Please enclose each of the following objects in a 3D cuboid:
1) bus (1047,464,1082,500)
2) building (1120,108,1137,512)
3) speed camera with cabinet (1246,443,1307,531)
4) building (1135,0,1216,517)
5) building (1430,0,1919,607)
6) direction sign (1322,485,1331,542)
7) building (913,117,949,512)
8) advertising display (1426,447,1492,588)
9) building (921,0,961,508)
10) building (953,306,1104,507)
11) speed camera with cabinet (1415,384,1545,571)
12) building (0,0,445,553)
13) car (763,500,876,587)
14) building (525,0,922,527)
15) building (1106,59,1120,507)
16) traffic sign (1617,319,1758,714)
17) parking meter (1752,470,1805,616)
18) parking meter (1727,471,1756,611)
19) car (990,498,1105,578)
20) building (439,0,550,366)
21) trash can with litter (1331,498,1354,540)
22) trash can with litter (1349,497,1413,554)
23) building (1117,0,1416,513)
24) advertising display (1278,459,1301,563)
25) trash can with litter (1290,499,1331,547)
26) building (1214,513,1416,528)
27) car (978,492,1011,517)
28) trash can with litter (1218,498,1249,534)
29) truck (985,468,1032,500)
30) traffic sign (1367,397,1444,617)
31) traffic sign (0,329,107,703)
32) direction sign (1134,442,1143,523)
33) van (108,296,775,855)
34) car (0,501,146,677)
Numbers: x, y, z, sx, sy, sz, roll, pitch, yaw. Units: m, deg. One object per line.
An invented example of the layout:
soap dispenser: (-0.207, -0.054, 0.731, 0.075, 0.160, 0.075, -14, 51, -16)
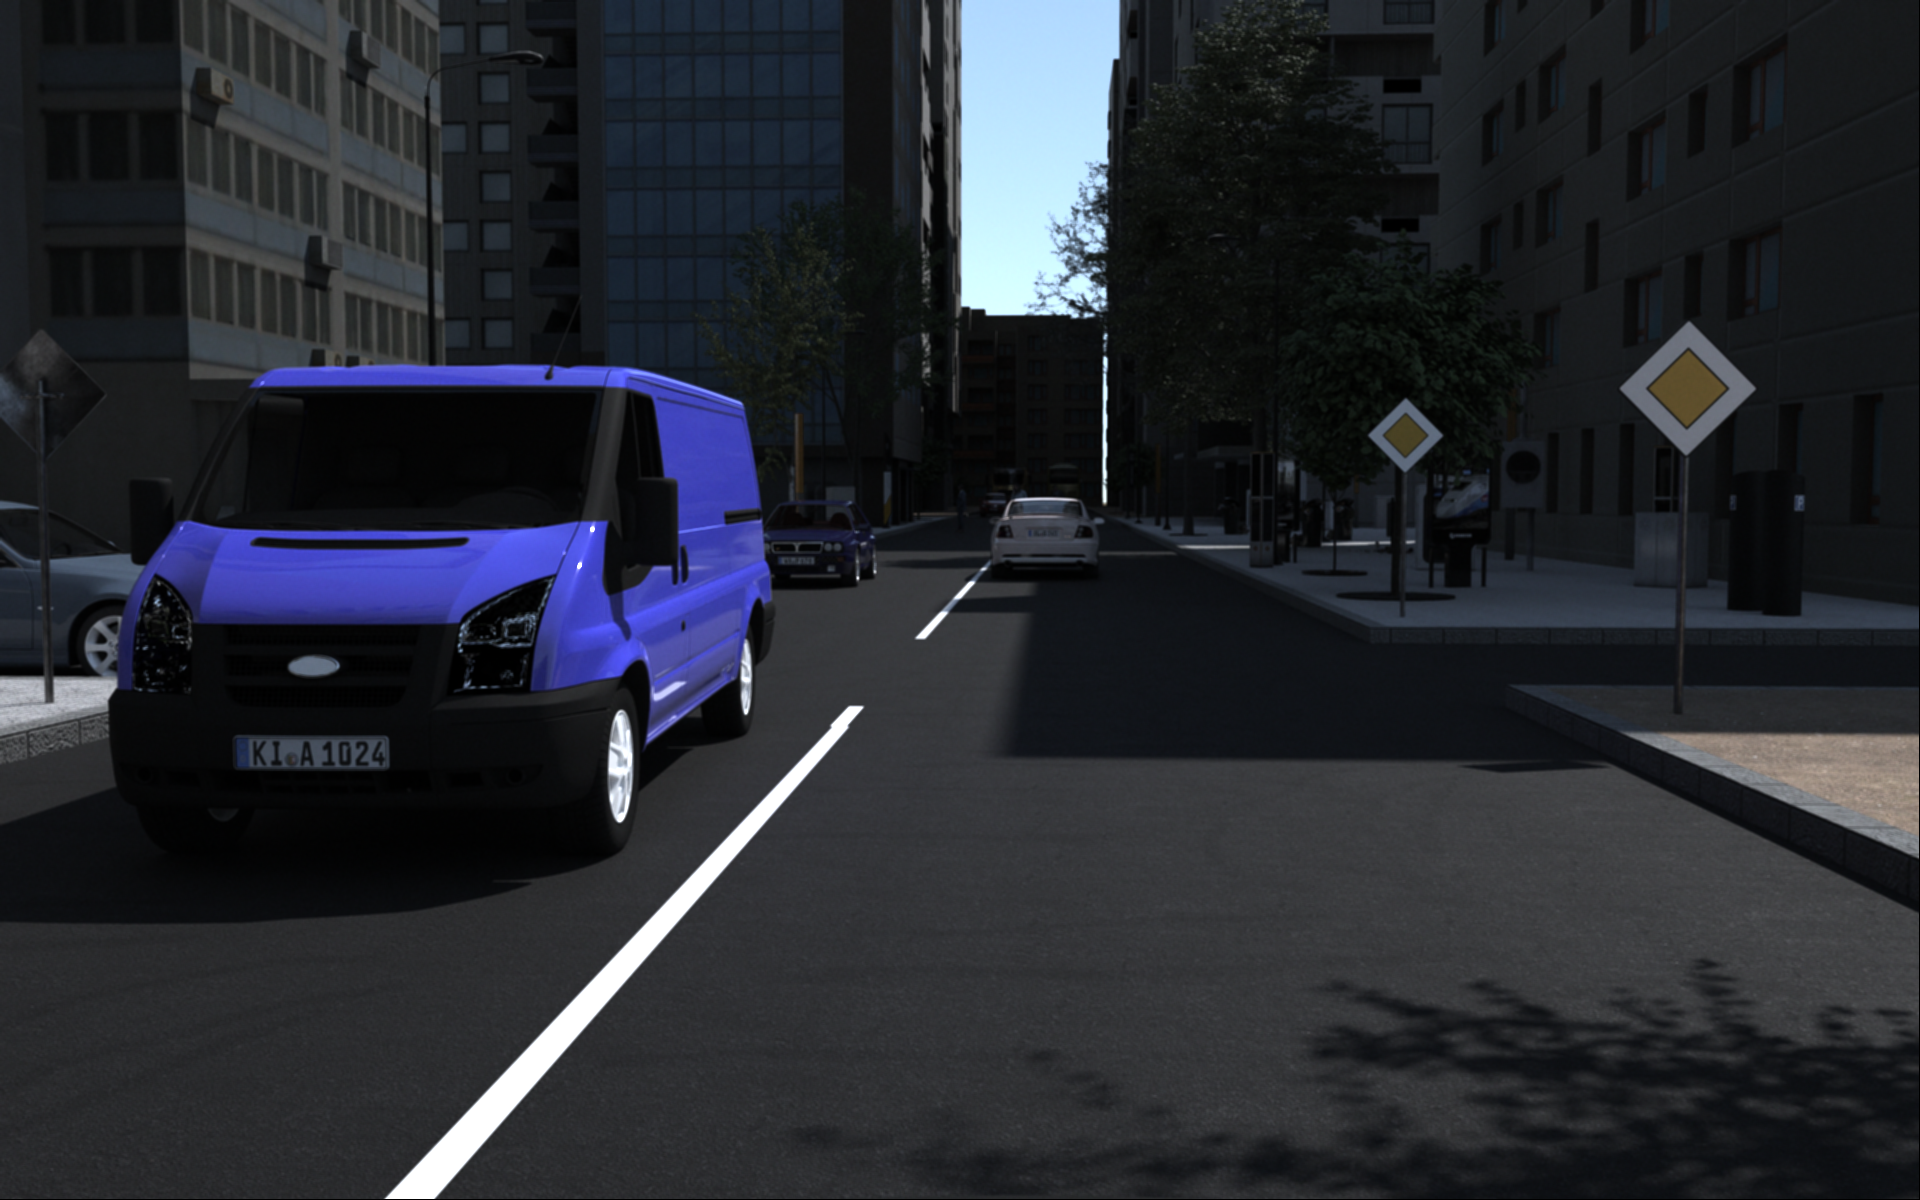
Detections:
bus: (8.389, -9.046, 139.440, 2.896, 3.916, 12.252, 0, 4, 4)
building: (19.279, -22.085, 132.787, 14.160, 30.474, 14.107, 0, 4, 3)
speed camera with cabinet: (10.953, -4.016, 59.995, 2.038, 3.252, 0.660, 3, 4, 37)
building: (21.863, -34.779, 110.642, 21.231, 58.520, 28.212, 0, 4, 3)
building: (26.038, -11.358, 30.750, 28.899, 21.520, 27.650, 0, 4, 3)
direction sign: (9.794, -3.338, 46.574, 0.876, 3.537, 0.379, 3, 5, 44)
building: (-8.324, -21.869, 129.258, 14.160, 30.474, 14.107, 0, 4, 3)
advertising display: (6.856, -1.137, 23.802, 0.974, 1.923, 0.123, -1, 4, -19)
building: (-13.502, -34.564, 154.358, 27.495, 52.752, 28.713, 0, 4, 3)
building: (1.020, -21.232, 192.190, 28.899, 21.520, 27.650, 0, 4, 3)
speed camera with cabinet: (8.693, -2.119, 28.974, 2.038, 3.252, 0.660, 1, 4, 17)
building: (-23.564, -20.745, 31.065, 32.217, 40.220, 23.993, 0, 4, 3)
car: (-2.359, -0.945, 28.033, 1.945, 1.354, 3.894, 0, 4, 3)
building: (-9.043, -25.814, 72.162, 14.600, 45.320, 14.200, 0, 4, 3)
building: (26.510, -34.371, 185.667, 21.600, 48.544, 21.300, 0, 4, 3)
traffic sign: (4.185, -0.391, 10.039, 0.795, 2.450, 0.064, 0, 4, 3)
parking meter: (8.706, -0.605, 18.306, 0.372, 1.533, 0.369, 0, 3, 0)
parking meter: (8.688, -0.654, 19.107, 0.372, 1.533, 0.369, 0, 3, 0)
car: (1.542, -1.132, 30.873, 2.083, 1.381, 4.827, 0, 4, 4)
building: (-16.001, -31.741, 108.198, 28.713, 52.752, 27.495, 0, 4, 3)
trash can with litter: (10.498, -2.246, 48.108, 0.624, 1.170, 1.055, -1, 4, -17)
trash can with litter: (9.354, -1.642, 37.903, 1.678, 1.210, 2.233, 1, 4, 14)
building: (27.888, -34.464, 152.723, 28.713, 52.752, 27.495, 0, 4, 3)
advertising display: (6.077, -1.675, 32.599, 0.123, 1.923, 0.974, -1, 4, -22)
trash can with litter: (8.347, -1.871, 41.970, 0.624, 1.170, 1.055, -2, 4, -26)
building: (23.926, -29.873, 77.668, 28.713, 52.752, 27.495, 0, 4, 3)
car: (2.244, -6.157, 109.713, 2.155, 1.783, 4.494, 0, 4, 4)
trash can with litter: (8.712, -2.668, 55.002, 0.624, 1.170, 1.055, 3, 5, 41)
truck: (3.888, -8.380, 132.937, 3.469, 3.379, 9.791, 0, 4, 4)
traffic sign: (4.615, -0.879, 18.012, 0.795, 2.450, 0.064, 0, 4, 3)
traffic sign: (-5.594, -0.425, 10.584, 0.795, 2.450, 0.064, 0, 4, 3)
direction sign: (7.856, -5.144, 76.109, 0.379, 3.537, 0.876, 0, 4, 1)
van: (-2.223, -0.262, 8.674, 2.240, 2.365, 5.245, 0, 4, 1)
car: (-7.649, -0.095, 13.548, 4.499, 1.417, 2.014, 0, 4, 1)
